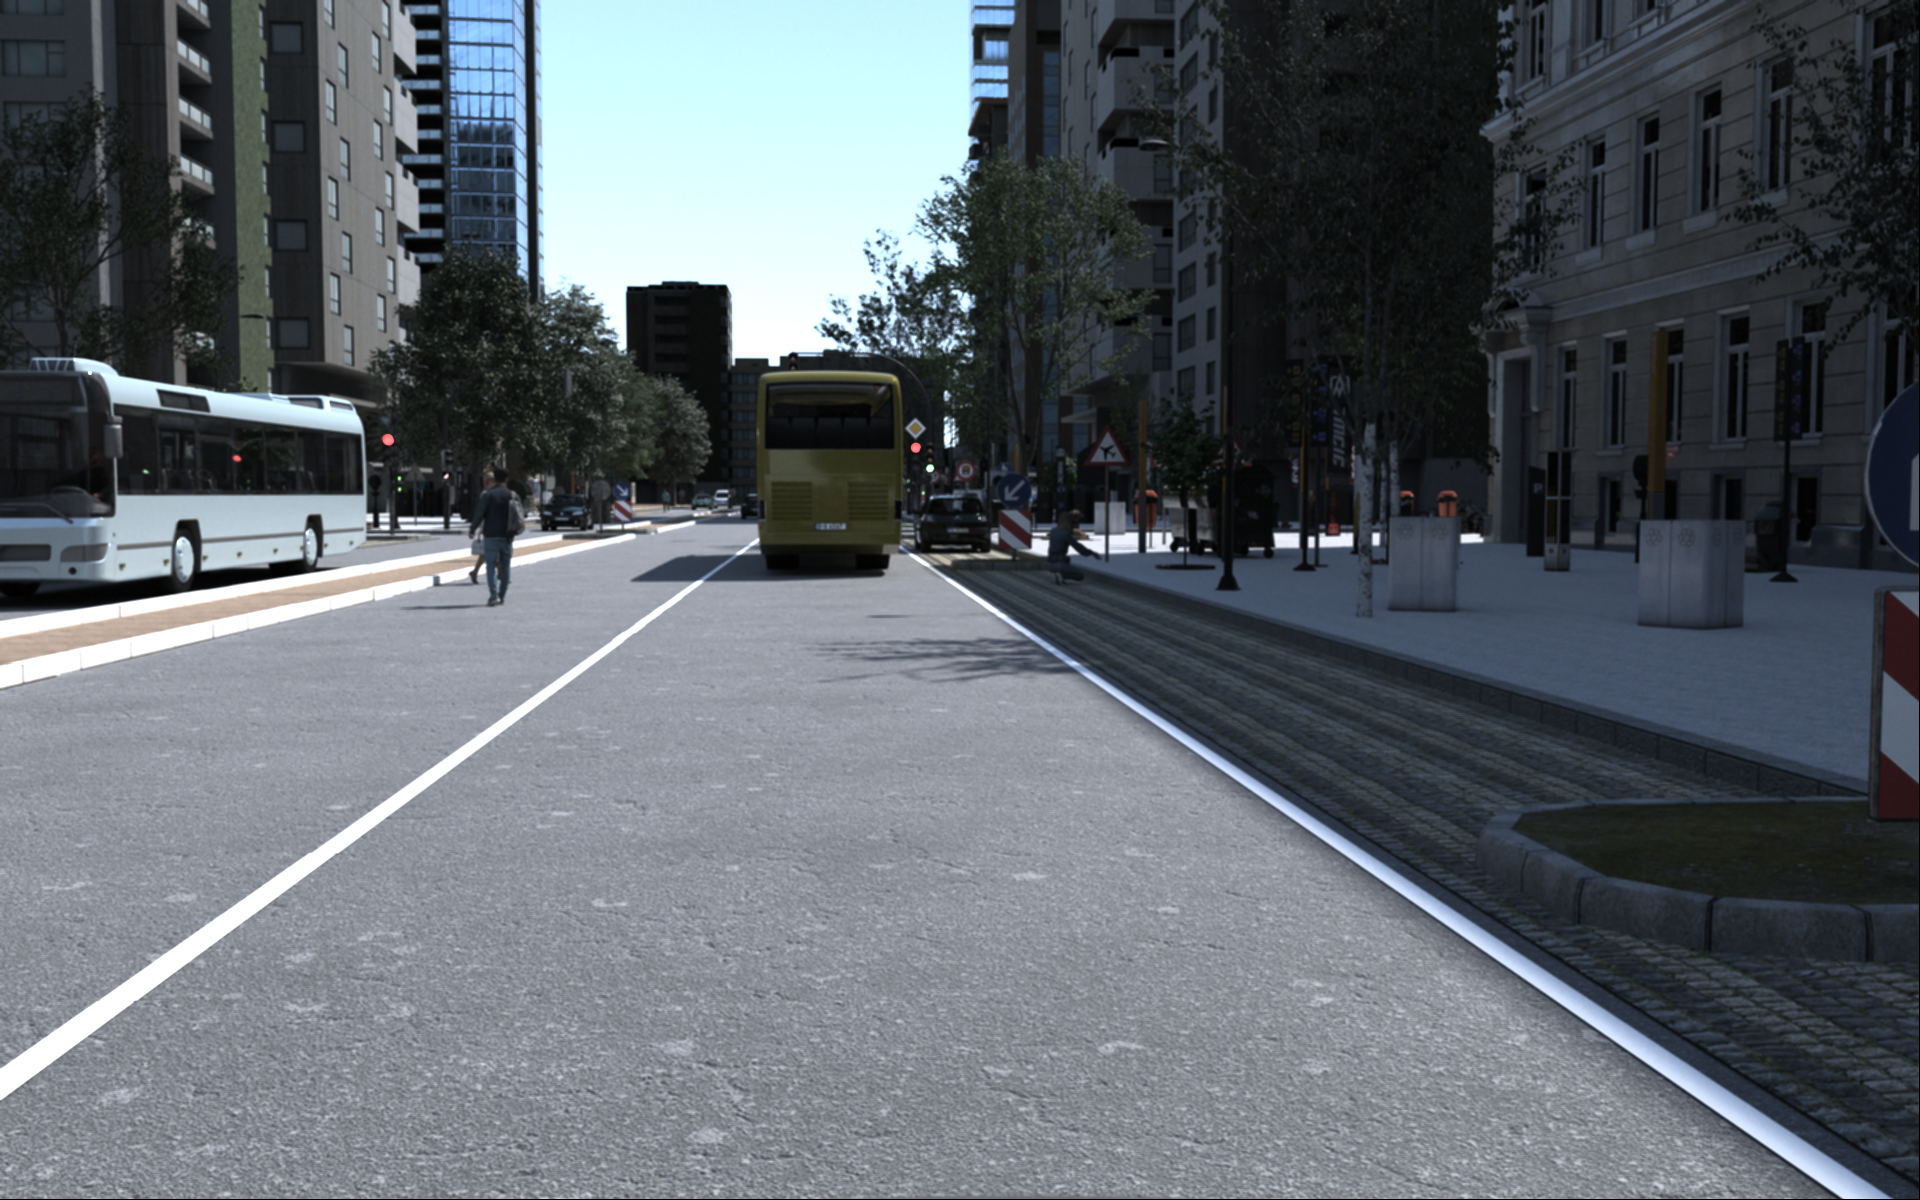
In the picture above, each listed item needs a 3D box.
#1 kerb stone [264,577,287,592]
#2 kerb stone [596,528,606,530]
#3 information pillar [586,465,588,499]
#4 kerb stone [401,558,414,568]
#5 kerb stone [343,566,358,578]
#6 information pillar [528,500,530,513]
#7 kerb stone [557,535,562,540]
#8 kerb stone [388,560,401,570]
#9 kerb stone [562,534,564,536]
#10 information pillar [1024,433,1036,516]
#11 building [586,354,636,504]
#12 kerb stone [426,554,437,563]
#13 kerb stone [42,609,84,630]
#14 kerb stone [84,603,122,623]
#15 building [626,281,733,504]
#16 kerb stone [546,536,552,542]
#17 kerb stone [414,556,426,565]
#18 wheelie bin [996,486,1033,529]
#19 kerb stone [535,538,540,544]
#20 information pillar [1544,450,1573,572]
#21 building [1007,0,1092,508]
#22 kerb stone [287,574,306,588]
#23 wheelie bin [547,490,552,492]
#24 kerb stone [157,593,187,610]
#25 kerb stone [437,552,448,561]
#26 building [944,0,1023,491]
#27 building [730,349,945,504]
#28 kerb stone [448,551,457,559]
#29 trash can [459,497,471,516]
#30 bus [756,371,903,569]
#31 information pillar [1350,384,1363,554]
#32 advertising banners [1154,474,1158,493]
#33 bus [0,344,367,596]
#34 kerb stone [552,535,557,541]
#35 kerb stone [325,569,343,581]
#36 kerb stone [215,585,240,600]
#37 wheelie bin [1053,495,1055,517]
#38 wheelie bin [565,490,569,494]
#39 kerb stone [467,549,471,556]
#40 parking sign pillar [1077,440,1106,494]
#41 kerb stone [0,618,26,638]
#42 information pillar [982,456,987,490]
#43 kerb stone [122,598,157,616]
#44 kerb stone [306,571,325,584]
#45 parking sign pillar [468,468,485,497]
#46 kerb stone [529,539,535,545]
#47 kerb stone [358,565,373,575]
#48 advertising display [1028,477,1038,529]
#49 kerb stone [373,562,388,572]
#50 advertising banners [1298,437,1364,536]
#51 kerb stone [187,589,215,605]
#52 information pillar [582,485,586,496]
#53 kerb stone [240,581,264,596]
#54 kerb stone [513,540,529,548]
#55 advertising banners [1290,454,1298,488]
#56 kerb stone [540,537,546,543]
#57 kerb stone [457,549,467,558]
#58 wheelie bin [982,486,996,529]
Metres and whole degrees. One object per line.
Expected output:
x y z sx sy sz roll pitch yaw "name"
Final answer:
-10.239 -0.213 25.675 0.120 0.150 1.000 0 4 -5 "kerb stone"
-13.314 -2.558 64.029 0.120 0.150 1.000 0 4 -5 "kerb stone"
-24.215 -7.401 112.365 0.183 3.616 0.504 -1 4 -9 "information pillar"
-10.894 -0.712 33.838 0.120 0.150 1.000 0 4 -5 "kerb stone"
-10.574 -0.462 29.750 0.120 0.150 1.000 0 4 -5 "kerb stone"
-29.605 -6.961 118.307 0.304 2.012 0.304 -3 5 -42 "information pillar"
-12.443 -1.892 53.236 0.120 0.150 1.000 0 4 -5 "kerb stone"
-10.818 -0.650 32.816 0.120 0.150 1.000 0 4 -5 "kerb stone"
-12.529 -1.962 54.273 0.120 0.150 1.000 0 4 -5 "kerb stone"
2.670 -4.582 66.275 0.504 3.616 0.183 0 4 -6 "information pillar"
-60.849 -24.380 243.647 28.899 21.520 27.650 0 4 -5 "building"
-11.062 -0.837 35.875 0.120 0.150 1.000 0 4 -5 "kerb stone"
-9.673 0.227 18.524 0.120 0.150 1.000 0 4 -5 "kerb stone"
-9.757 0.162 19.548 0.120 0.150 1.000 0 4 -5 "kerb stone"
-38.377 -28.520 237.994 14.107 30.474 14.160 0 4 -5 "building"
-12.282 -1.769 51.193 0.120 0.150 1.000 0 4 -5 "kerb stone"
-10.972 -0.772 34.857 0.120 0.150 1.000 0 4 -5 "kerb stone"
1.715 -2.770 53.195 0.980 1.594 0.693 -1 4 -9 "wheelie bin"
-12.123 -1.647 49.156 0.120 0.150 1.000 0 4 -5 "kerb stone"
9.945 -1.486 28.792 0.304 2.012 0.304 -2 4 -30 "information pillar"
11.851 -30.821 154.038 14.600 45.320 14.200 0 4 -5 "building"
-10.325 -0.275 26.693 0.120 0.150 1.000 0 4 -5 "kerb stone"
-30.088 -7.313 127.471 0.980 1.594 0.693 1 4 16 "wheelie bin"
-9.920 0.039 21.593 0.120 0.150 1.000 0 4 -5 "kerb stone"
-11.140 -0.899 36.899 0.120 0.150 1.000 0 4 -5 "kerb stone"
13.133 -56.996 244.558 31.000 86.520 22.319 0 4 -5 "building"
-17.552 -24.622 247.614 28.899 21.520 27.650 0 4 -5 "building"
-11.225 -0.962 37.920 0.120 0.150 1.000 0 4 -5 "kerb stone"
-28.076 -5.298 98.273 0.748 1.137 0.748 0 3 0 "trash can"
-2.796 -2.716 35.948 2.896 3.916 12.252 0 4 -5 "bus"
8.452 -2.779 36.792 0.183 3.616 0.504 0 4 3 "information pillar"
10.048 -5.725 89.798 0.090 3.025 2.074 1 4 21 "advertising banners"
-12.387 -1.974 27.130 2.948 3.499 13.247 0 4 -4 "bus"
-12.368 -1.830 52.217 0.120 0.150 1.000 0 4 -5 "kerb stone"
-10.487 -0.400 28.732 0.120 0.150 1.000 0 4 -5 "kerb stone"
-10.086 -0.081 23.633 0.120 0.150 1.000 0 4 -5 "kerb stone"
5.038 -5.539 98.471 0.693 1.594 0.980 0 4 7 "wheelie bin"
-28.057 -7.015 122.605 0.980 1.594 0.693 -3 4 -39 "wheelie bin"
-11.387 -1.086 39.958 0.120 0.150 1.000 0 4 -5 "kerb stone"
5.941 -5.492 78.265 1.447 3.967 1.447 0 4 6 "parking sign pillar"
-9.589 0.287 17.505 0.120 0.150 1.000 0 4 -5 "kerb stone"
1.524 -6.950 104.995 0.504 3.616 0.183 3 5 44 "information pillar"
-9.830 0.099 20.572 0.120 0.150 1.000 0 4 -5 "kerb stone"
-10.403 -0.337 27.712 0.120 0.150 1.000 0 4 -5 "kerb stone"
-37.791 -8.989 135.445 1.447 3.967 1.447 0 4 8 "parking sign pillar"
-12.036 -1.586 48.131 0.120 0.150 1.000 0 4 -5 "kerb stone"
-10.660 -0.523 30.774 0.120 0.150 1.000 0 4 -5 "kerb stone"
2.414 -3.562 63.445 0.974 1.923 0.123 -2 4 -26 "advertising display"
-10.730 -0.575 31.794 0.120 0.150 1.000 0 4 -5 "kerb stone"
11.378 -3.469 52.901 2.074 3.025 0.090 -1 4 -15 "advertising banners"
-10.000 -0.026 22.613 0.120 0.150 1.000 0 4 -5 "kerb stone"
-27.827 -7.585 128.514 0.304 2.012 0.304 3 5 42 "information pillar"
-10.164 -0.150 24.654 0.120 0.150 1.000 0 4 -5 "kerb stone"
-11.951 -1.524 47.112 0.120 0.150 1.000 0 4 -5 "kerb stone"
15.309 -4.842 75.357 2.074 3.025 0.090 2 4 29 "advertising banners"
-12.198 -1.708 50.175 0.120 0.150 1.000 0 4 -5 "kerb stone"
-11.303 -1.022 38.939 0.120 0.150 1.000 0 4 -5 "kerb stone"
1.246 -3.464 64.550 0.980 1.594 0.693 -2 4 -29 "wheelie bin"
